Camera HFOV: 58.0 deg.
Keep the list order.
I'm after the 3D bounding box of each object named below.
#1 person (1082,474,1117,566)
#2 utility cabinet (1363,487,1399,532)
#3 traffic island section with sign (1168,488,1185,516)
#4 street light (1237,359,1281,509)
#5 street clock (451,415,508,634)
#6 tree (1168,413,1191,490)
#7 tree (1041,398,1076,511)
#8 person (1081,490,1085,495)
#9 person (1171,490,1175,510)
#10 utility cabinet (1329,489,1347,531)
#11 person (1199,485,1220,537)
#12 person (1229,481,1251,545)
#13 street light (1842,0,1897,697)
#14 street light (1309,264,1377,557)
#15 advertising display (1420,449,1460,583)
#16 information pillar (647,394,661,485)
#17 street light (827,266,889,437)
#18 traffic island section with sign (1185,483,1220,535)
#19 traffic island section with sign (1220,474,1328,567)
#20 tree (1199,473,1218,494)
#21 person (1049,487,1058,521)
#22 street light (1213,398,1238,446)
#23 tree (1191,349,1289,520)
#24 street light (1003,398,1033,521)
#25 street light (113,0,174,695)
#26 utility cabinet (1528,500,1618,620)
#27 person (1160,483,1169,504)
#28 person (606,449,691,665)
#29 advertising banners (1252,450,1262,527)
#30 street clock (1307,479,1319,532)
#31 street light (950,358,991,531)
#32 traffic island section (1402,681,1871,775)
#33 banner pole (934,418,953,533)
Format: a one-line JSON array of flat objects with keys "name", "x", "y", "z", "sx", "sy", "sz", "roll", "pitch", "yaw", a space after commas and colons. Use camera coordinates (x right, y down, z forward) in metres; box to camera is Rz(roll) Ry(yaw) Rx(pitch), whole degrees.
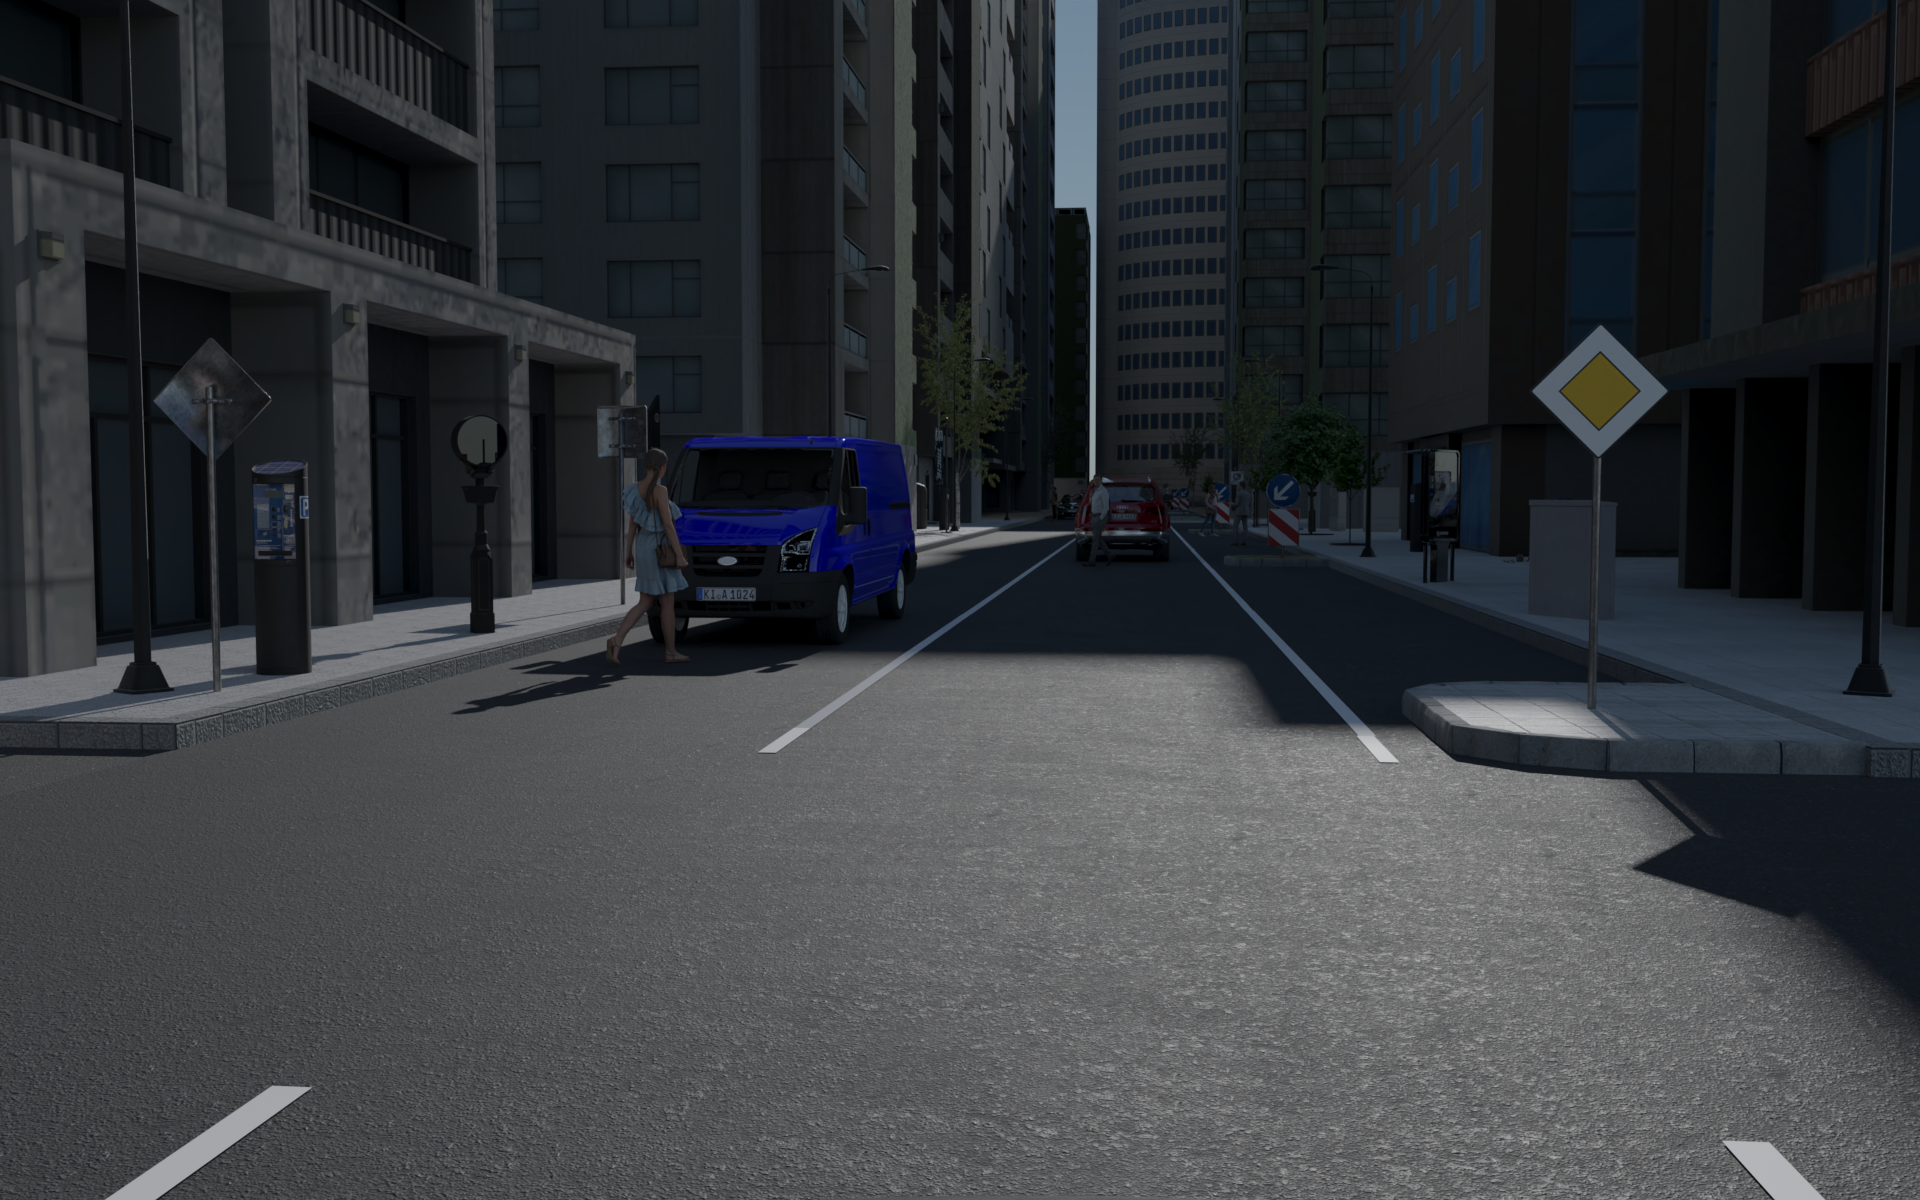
[{"name": "person", "x": 2.760, "y": -1.583, "z": 34.475, "sx": 0.850, "sy": 1.850, "sz": 0.679, "roll": -2, "pitch": 4, "yaw": -26}, {"name": "utility cabinet", "x": 14.172, "y": -3.035, "z": 58.294, "sx": 1.173, "sy": 1.500, "sz": 0.318, "roll": 1, "pitch": 4, "yaw": 13}, {"name": "traffic island section with sign", "x": 14.391, "y": -6.335, "z": 112.210, "sx": 1.989, "sy": 1.847, "sz": 2.006, "roll": 0, "pitch": 4, "yaw": 6}, {"name": "street light", "x": 10.411, "y": -5.317, "z": 59.476, "sx": 1.470, "sy": 5.913, "sz": 1.316, "roll": 0, "pitch": 4, "yaw": 6}, {"name": "street clock", "x": -4.421, "y": -0.698, "z": 15.977, "sx": 0.471, "sy": 2.002, "sz": 0.358, "roll": -2, "pitch": 4, "yaw": -29}, {"name": "tree", "x": 20.574, "y": -12.460, "z": 154.089, "sx": 4.737, "sy": 8.622, "sz": 4.395, "roll": 0, "pitch": 3, "yaw": 0}, {"name": "tree", "x": 6.722, "y": -11.108, "z": 131.983, "sx": 4.360, "sy": 8.622, "sz": 3.978, "roll": 0, "pitch": 3, "yaw": 0}, {"name": "person", "x": 9.533, "y": -7.608, "z": 133.337, "sx": 0.683, "sy": 1.767, "sz": 0.568, "roll": 0, "pitch": 4, "yaw": -4}, {"name": "person", "x": 18.600, "y": -8.740, "z": 151.365, "sx": 0.705, "sy": 1.831, "sz": 1.348, "roll": 2, "pitch": 4, "yaw": 26}, {"name": "utility cabinet", "x": 13.138, "y": -3.156, "z": 60.278, "sx": 0.318, "sy": 1.500, "sz": 1.173, "roll": 0, "pitch": 4, "yaw": -2}, {"name": "person", "x": 8.416, "y": -3.023, "z": 58.509, "sx": 0.643, "sy": 1.750, "sz": 0.593, "roll": 3, "pitch": 4, "yaw": 36}, {"name": "person", "x": 7.829, "y": -2.434, "z": 48.492, "sx": 0.606, "sy": 1.804, "sz": 0.583, "roll": -3, "pitch": 5, "yaw": -43}, {"name": "street light", "x": 5.298, "y": -2.352, "z": 10.991, "sx": 1.470, "sy": 5.913, "sz": 1.316, "roll": 0, "pitch": 4, "yaw": 6}, {"name": "street light", "x": 7.763, "y": -3.828, "z": 35.123, "sx": 1.470, "sy": 5.913, "sz": 1.316, "roll": 0, "pitch": 4, "yaw": 6}, {"name": "advertising display", "x": 6.977, "y": -1.221, "z": 25.180, "sx": 0.123, "sy": 1.923, "sz": 0.974, "roll": 3, "pitch": 5, "yaw": 42}, {"name": "information pillar", "x": -7.165, "y": -3.012, "z": 40.607, "sx": 0.183, "sy": 3.616, "sz": 0.504, "roll": 1, "pitch": 4, "yaw": 19}, {"name": "street light", "x": -2.138, "y": -3.846, "z": 35.427, "sx": 1.470, "sy": 5.913, "sz": 1.316, "roll": 0, "pitch": 4, "yaw": 6}, {"name": "traffic island section with sign", "x": 9.174, "y": -3.257, "z": 61.884, "sx": 1.989, "sy": 1.847, "sz": 2.006, "roll": 0, "pitch": 4, "yaw": 6}, {"name": "traffic island section with sign", "x": 6.376, "y": -1.618, "z": 35.074, "sx": 1.989, "sy": 1.847, "sz": 2.006, "roll": 0, "pitch": 4, "yaw": 6}, {"name": "tree", "x": 21.075, "y": -9.341, "z": 147.328, "sx": 1.663, "sy": 3.219, "sz": 1.824, "roll": 0, "pitch": 3, "yaw": 0}, {"name": "person", "x": 5.007, "y": -5.121, "z": 92.324, "sx": 0.705, "sy": 1.812, "sz": 1.348, "roll": -1, "pitch": 4, "yaw": -10}, {"name": "street light", "x": 12.908, "y": -6.808, "z": 83.846, "sx": 1.470, "sy": 5.913, "sz": 1.316, "roll": 0, "pitch": 4, "yaw": 6}, {"name": "tree", "x": 14.526, "y": -8.349, "z": 86.862, "sx": 4.737, "sy": 8.622, "sz": 4.395, "roll": 0, "pitch": 3, "yaw": 0}, {"name": "street light", "x": 2.819, "y": -6.801, "z": 83.734, "sx": 1.470, "sy": 5.913, "sz": 1.316, "roll": 0, "pitch": 4, "yaw": 6}, {"name": "street light", "x": -4.764, "y": -2.353, "z": 11.006, "sx": 1.470, "sy": 5.913, "sz": 1.316, "roll": 0, "pitch": 4, "yaw": 6}, {"name": "utility cabinet", "x": 6.383, "y": -0.422, "z": 18.069, "sx": 0.306, "sy": 1.237, "sz": 1.020, "roll": -1, "pitch": 4, "yaw": -20}, {"name": "person", "x": 7.878, "y": -3.571, "z": 66.687, "sx": 0.447, "sy": 1.846, "sz": 0.655, "roll": -1, "pitch": 4, "yaw": -13}, {"name": "person", "x": -2.566, "y": -0.360, "z": 14.488, "sx": 0.778, "sy": 1.811, "sz": 0.616, "roll": -3, "pitch": 5, "yaw": -43}, {"name": "advertising banners", "x": 11.558, "y": -4.346, "z": 67.251, "sx": 0.090, "sy": 3.025, "sz": 2.074, "roll": 1, "pitch": 4, "yaw": 18}, {"name": "street clock", "x": 11.913, "y": -3.303, "z": 58.566, "sx": 0.471, "sy": 2.002, "sz": 0.358, "roll": -3, "pitch": 5, "yaw": -40}, {"name": "street light", "x": 0.344, "y": -5.310, "z": 59.366, "sx": 1.470, "sy": 5.913, "sz": 1.316, "roll": 0, "pitch": 4, "yaw": 6}, {"name": "traffic island section", "x": 3.795, "y": 0.729, "z": 10.359, "sx": 2.009, "sy": 0.180, "sz": 2.903, "roll": 0, "pitch": 4, "yaw": 6}, {"name": "banner pole", "x": -0.581, "y": -4.078, "z": 56.699, "sx": 0.401, "sy": 3.779, "sz": 0.863, "roll": 3, "pitch": 4, "yaw": 36}]
